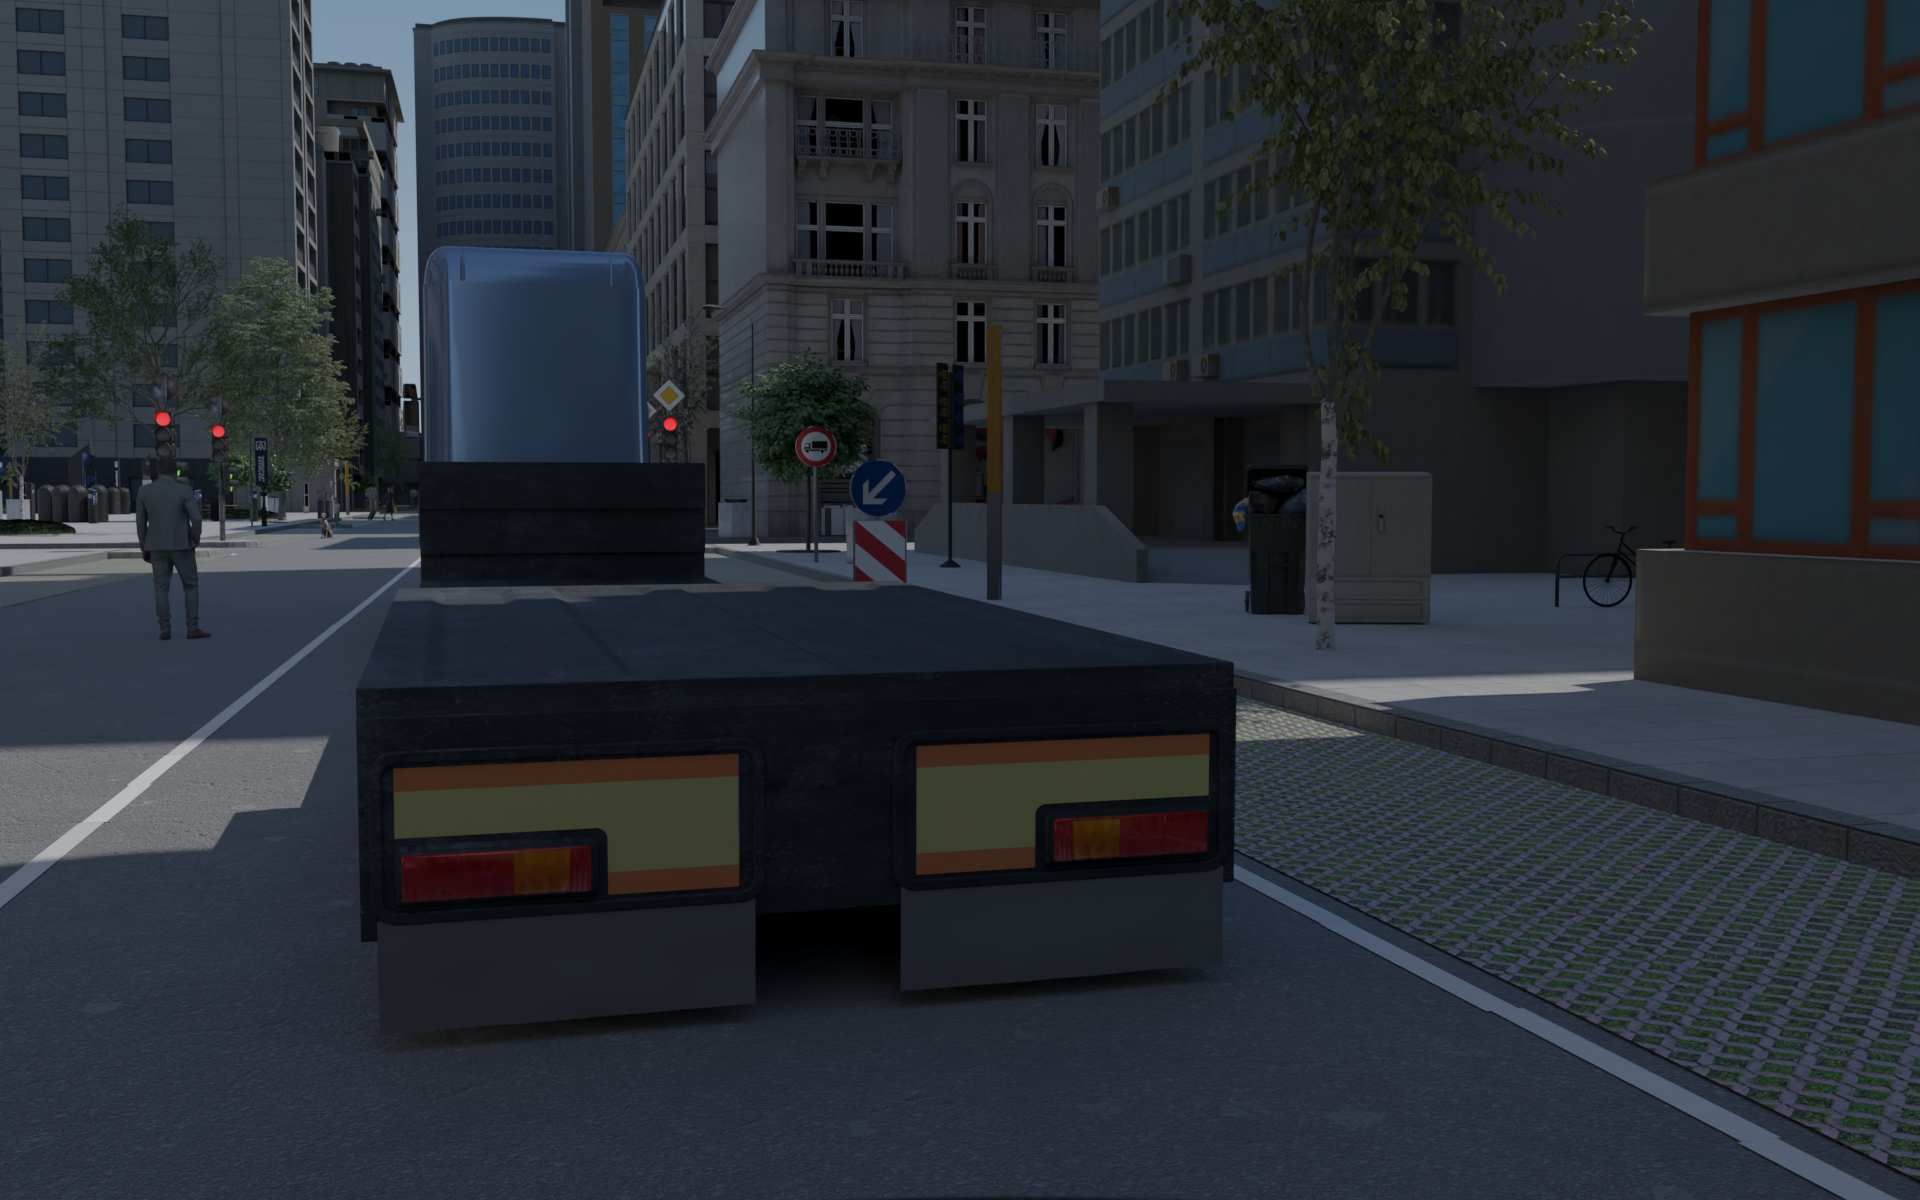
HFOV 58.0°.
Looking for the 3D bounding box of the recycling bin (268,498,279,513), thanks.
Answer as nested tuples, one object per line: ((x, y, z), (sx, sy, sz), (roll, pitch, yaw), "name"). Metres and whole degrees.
((-42.030, -5.736, 106.340), (0.722, 1.027, 0.722), (-3, 5, -41), "recycling bin")

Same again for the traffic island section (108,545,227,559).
((-18.167, -1.067, 39.724), (2.009, 0.180, 2.903), (-1, 4, -15), "traffic island section")

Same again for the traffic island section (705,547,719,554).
((-7.105, -1.245, 42.640), (2.009, 0.180, 2.903), (-1, 4, -15), "traffic island section")

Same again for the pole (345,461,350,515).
((-37.275, -6.821, 105.366), (0.158, 3.312, 0.155), (0, 3, 0), "pole")

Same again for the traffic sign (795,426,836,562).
((-2.698, -1.978, 32.445), (0.768, 2.556, 0.104), (-1, 4, -10), "traffic sign")

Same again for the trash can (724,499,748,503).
((-6.676, -2.448, 51.686), (0.748, 1.137, 0.748), (0, 3, 0), "trash can")

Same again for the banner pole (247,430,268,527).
((-27.440, -4.747, 67.629), (0.863, 3.779, 0.401), (-2, 4, -26), "banner pole")

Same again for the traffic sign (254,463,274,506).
((-27.636, -4.200, 68.780), (0.768, 2.556, 0.104), (0, 4, -7), "traffic sign")

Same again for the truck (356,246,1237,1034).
((-3.009, -1.457, 13.574), (2.967, 4.110, 18.799), (-1, 4, -16), "truck")

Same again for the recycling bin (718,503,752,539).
((-6.542, -2.313, 50.366), (0.722, 1.027, 0.722), (-3, 5, -40), "recycling bin")

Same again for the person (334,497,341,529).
((-25.335, -3.530, 70.456), (0.306, 1.304, 0.590), (0, 4, 7), "person")

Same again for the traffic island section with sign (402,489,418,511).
((-46.036, -8.409, 146.121), (1.989, 1.847, 2.006), (-1, 4, -15), "traffic island section with sign")

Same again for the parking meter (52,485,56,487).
((-57.516, -6.378, 109.997), (0.255, 1.863, 0.399), (-2, 4, -31), "parking meter")

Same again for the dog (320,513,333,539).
((-20.392, -2.397, 56.026), (0.513, 0.831, 0.800), (3, 5, 42), "dog")

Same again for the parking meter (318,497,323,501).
((-42.695, -6.555, 115.591), (0.372, 1.533, 0.369), (0, 3, 0), "parking meter")

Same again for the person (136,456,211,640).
((-7.781, -0.520, 17.095), (0.635, 1.810, 0.391), (-1, 4, -16), "person")

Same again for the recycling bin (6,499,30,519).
((-44.214, -4.205, 81.310), (0.722, 1.027, 0.722), (1, 4, 9), "recycling bin")

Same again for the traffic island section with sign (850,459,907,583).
((-1.219, -0.720, 20.397), (1.989, 1.847, 2.006), (-1, 4, -15), "traffic island section with sign")

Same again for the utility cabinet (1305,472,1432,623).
((4.030, -0.515, 17.106), (1.173, 1.500, 0.318), (0, 4, 3), "utility cabinet")

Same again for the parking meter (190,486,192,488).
((-50.138, -6.540, 112.642), (0.399, 1.863, 0.255), (-2, 4, -27), "parking meter")

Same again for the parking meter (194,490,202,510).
((-44.392, -5.657, 100.907), (0.372, 1.533, 0.369), (0, 3, 0), "parking meter")

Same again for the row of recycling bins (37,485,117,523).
((-39.926, -4.330, 77.910), (3.534, 1.692, 1.069), (1, 4, 14), "row of recycling bins")

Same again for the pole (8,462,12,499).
((-60.706, -7.150, 110.746), (0.158, 3.312, 0.155), (0, 3, 0), "pole")

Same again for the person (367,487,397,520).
((-31.446, -5.237, 94.342), (1.509, 1.804, 0.699), (0, 4, 0), "person")

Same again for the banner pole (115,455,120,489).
((-54.183, -7.427, 111.448), (0.401, 3.779, 0.863), (0, 4, -3), "banner pole")

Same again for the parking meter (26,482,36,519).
((-45.755, -4.867, 85.290), (0.255, 1.863, 0.399), (0, 4, -2), "parking meter")

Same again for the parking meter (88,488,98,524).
((-37.622, -4.082, 75.153), (0.372, 1.533, 0.369), (0, 3, 0), "parking meter")

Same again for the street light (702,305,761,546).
((-5.651, -4.297, 42.804), (1.470, 5.913, 1.316), (-1, 4, -15), "street light")

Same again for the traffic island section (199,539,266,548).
((-20.213, -1.539, 47.443), (2.009, 0.180, 2.903), (-1, 4, -15), "traffic island section")

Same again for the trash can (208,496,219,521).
((-34.937, -4.269, 81.456), (0.748, 1.137, 0.748), (0, 3, 0), "trash can")

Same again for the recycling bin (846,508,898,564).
((-1.615, -1.175, 31.772), (0.722, 1.027, 0.722), (-2, 4, -33), "recycling bin")

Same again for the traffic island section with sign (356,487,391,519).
((-33.419, -5.496, 98.492), (1.989, 1.847, 2.006), (-1, 4, -15), "traffic island section with sign")

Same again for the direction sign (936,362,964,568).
((-0.171, -2.338, 30.228), (0.379, 3.537, 0.876), (2, 4, 31), "direction sign")

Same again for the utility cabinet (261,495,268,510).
((-41.512, -5.637, 103.322), (0.306, 1.237, 1.020), (-1, 4, -16), "utility cabinet")

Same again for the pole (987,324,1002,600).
((0.419, -1.659, 20.968), (0.158, 3.312, 0.155), (0, 3, 0), "pole")

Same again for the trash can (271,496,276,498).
((-44.724, -6.229, 113.491), (0.748, 1.137, 0.748), (0, 3, 0), "trash can")

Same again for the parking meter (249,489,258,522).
((-32.649, -4.381, 80.038), (0.372, 1.533, 0.369), (0, 3, 0), "parking meter")

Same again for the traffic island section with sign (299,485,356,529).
((-26.510, -3.902, 72.433), (1.989, 1.847, 2.006), (-1, 4, -15), "traffic island section with sign")

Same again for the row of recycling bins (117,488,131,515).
((-52.972, -6.138, 107.469), (1.069, 1.692, 3.534), (1, 4, 19), "row of recycling bins")
